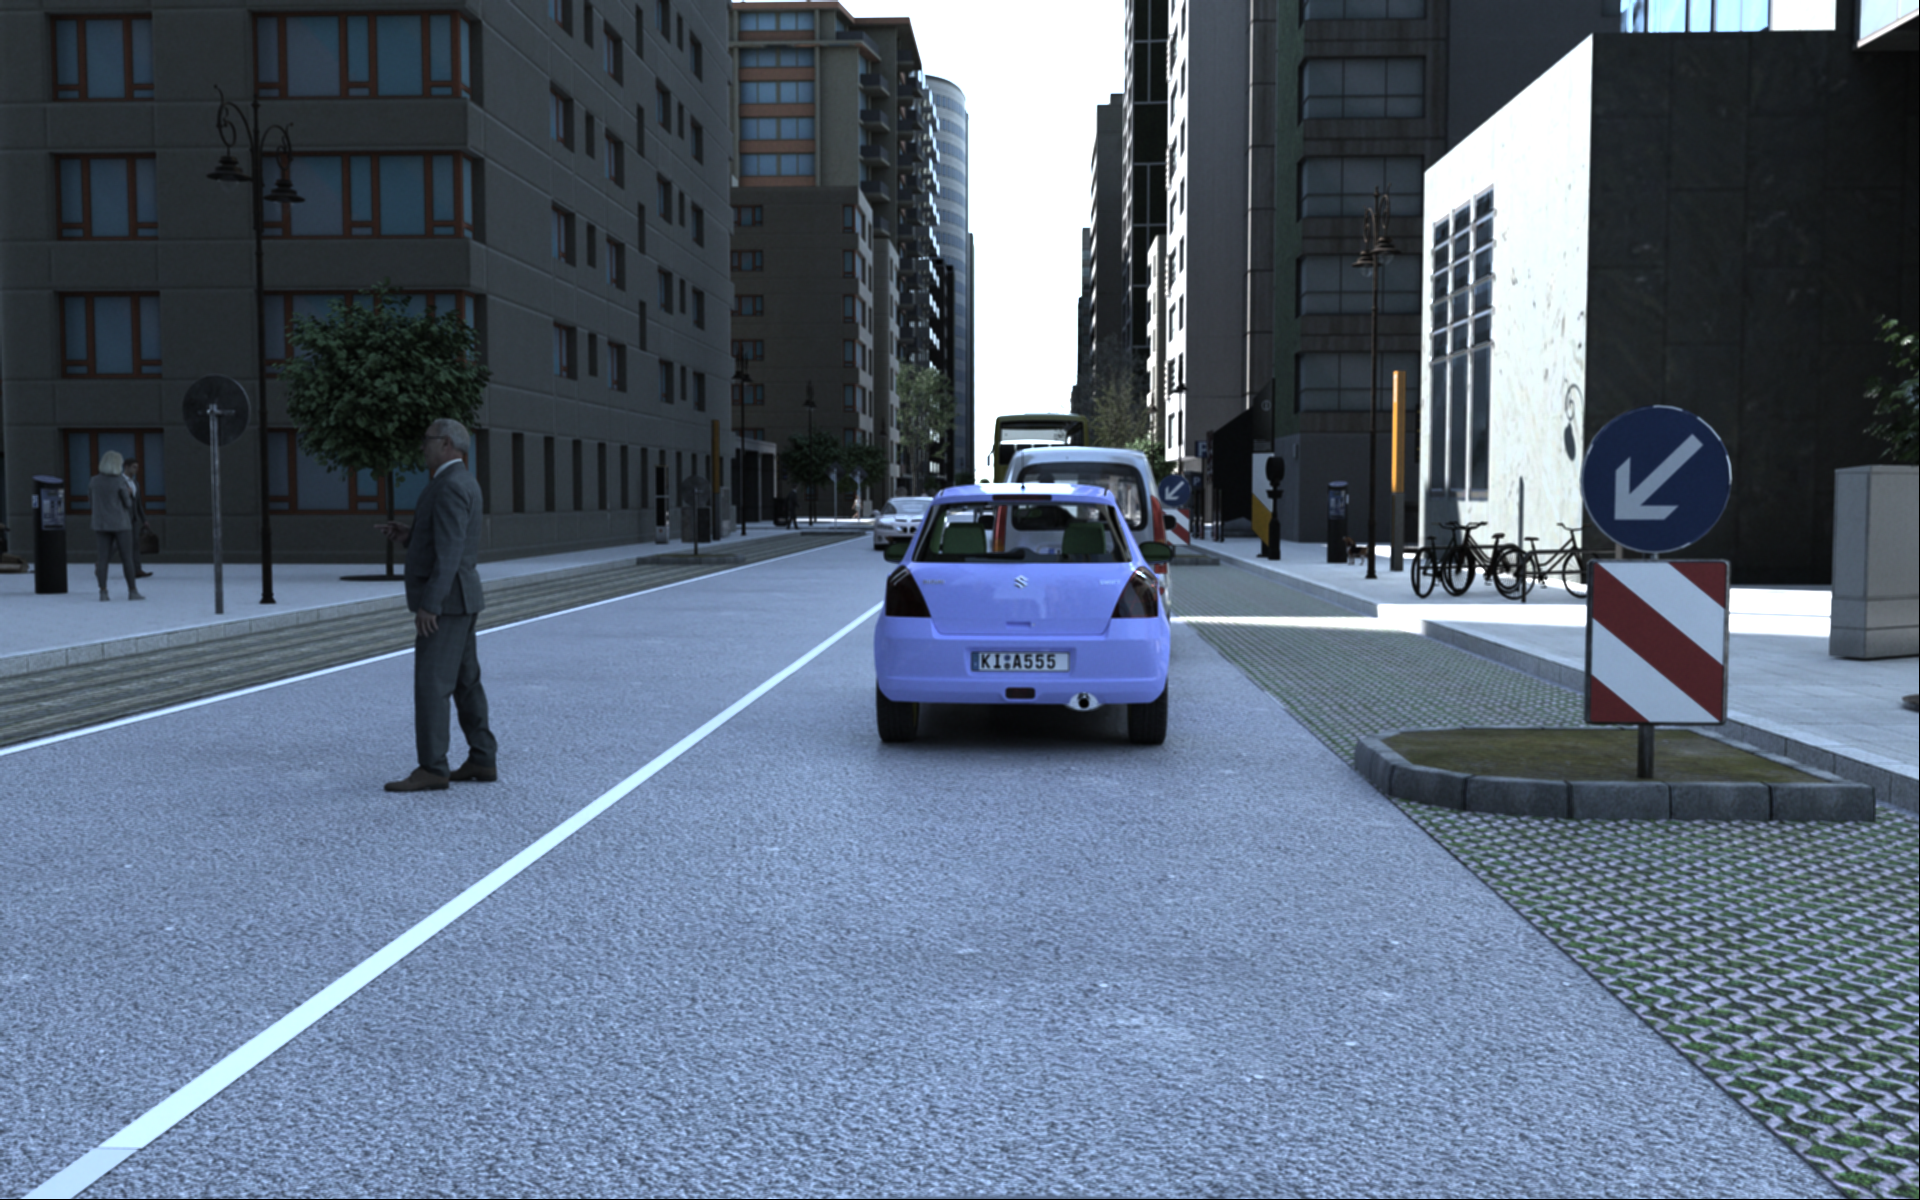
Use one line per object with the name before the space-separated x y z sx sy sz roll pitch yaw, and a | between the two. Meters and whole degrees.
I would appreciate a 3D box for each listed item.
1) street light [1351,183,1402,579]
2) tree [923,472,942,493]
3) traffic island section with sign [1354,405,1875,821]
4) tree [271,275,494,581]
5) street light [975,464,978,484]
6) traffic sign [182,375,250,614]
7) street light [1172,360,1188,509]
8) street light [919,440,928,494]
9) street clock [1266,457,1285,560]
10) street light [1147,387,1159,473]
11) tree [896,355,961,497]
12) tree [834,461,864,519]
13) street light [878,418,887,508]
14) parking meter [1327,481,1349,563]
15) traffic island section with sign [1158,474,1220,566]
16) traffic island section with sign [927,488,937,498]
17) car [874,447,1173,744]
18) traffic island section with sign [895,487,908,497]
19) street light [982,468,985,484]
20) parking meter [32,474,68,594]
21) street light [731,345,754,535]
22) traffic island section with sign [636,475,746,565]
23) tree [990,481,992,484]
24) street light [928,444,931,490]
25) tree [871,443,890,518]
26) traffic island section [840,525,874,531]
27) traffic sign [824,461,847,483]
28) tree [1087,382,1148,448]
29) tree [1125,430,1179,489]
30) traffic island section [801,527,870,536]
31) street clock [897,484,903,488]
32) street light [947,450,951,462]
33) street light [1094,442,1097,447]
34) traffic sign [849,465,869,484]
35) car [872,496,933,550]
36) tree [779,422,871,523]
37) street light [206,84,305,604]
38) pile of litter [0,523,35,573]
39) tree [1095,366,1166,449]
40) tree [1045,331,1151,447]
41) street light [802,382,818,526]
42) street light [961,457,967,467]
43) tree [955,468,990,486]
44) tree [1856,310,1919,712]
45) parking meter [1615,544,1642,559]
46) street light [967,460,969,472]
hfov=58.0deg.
street light | 6.251 -3.264 26.151 0.468 5.910 1.993 0 4 3
tree | -2.366 -9.509 150.066 1.663 3.219 1.824 0 3 0
traffic island section with sign | 3.031 0.007 8.512 1.989 1.847 2.006 0 4 3
tree | -8.662 -2.588 26.024 4.285 4.588 4.351 0 3 0
street light | 2.491 -17.702 262.210 0.468 5.910 1.993 0 4 3
traffic sign | -7.939 -1.124 18.488 0.768 2.556 0.104 0 4 7
street light | 7.585 -5.317 59.720 0.468 5.910 1.993 0 4 3
street light | -3.056 -10.048 137.066 0.468 5.910 1.993 0 4 3
street clock | 6.123 -1.781 33.692 0.358 2.002 0.471 -1 4 -9
street light | 8.313 -6.241 74.833 0.468 5.910 1.993 0 4 3
tree | -3.528 -12.533 130.674 9.928 11.665 9.643 0 3 0
tree | -6.016 -5.767 88.898 1.663 3.219 1.824 0 3 0
street light | -4.579 -7.995 103.506 0.468 5.910 1.993 0 4 3
parking meter | 7.046 -1.461 32.299 0.372 1.533 0.369 0 3 0
traffic island section with sign | 4.216 -1.640 35.441 1.989 1.847 2.006 0 4 3
traffic island section with sign | -1.855 -6.721 118.519 1.989 1.847 2.006 0 4 3
car | 0.431 -0.103 11.269 1.945 1.707 3.694 0 4 3
traffic island section with sign | -3.051 -5.065 91.434 1.989 1.847 2.006 0 4 3
street light | 4.041 -19.810 296.672 0.468 5.910 1.993 0 4 3
parking meter | -11.759 -0.854 22.372 0.372 1.533 0.369 0 3 0
street light | -6.732 -4.949 53.711 0.468 5.910 1.993 0 4 3
traffic island section with sign | -5.501 -1.662 35.797 1.989 1.847 2.006 0 4 3
tree | 4.261 -19.571 303.698 4.285 4.588 4.351 0 3 0
street light | -2.654 -10.557 145.395 0.468 5.910 1.993 0 4 3
tree | -5.469 -6.808 95.023 4.285 4.588 4.351 0 3 0
traffic island section | -4.046 -2.840 68.707 2.009 0.180 2.903 0 4 3
traffic sign | -4.374 -3.576 60.661 0.795 2.593 0.064 0 4 3
tree | 10.379 -9.988 113.659 4.737 8.622 4.395 0 3 0
tree | 9.803 -6.476 89.602 4.285 4.588 4.351 0 3 0
traffic island section | -4.398 -2.352 60.729 2.009 0.180 2.903 0 4 3
street clock | -4.257 -7.237 122.887 0.358 2.002 0.471 -2 4 -31
street light | -1.139 -12.618 179.090 0.468 5.910 1.993 0 4 3
street light | 11.791 -10.954 151.885 0.468 5.910 1.993 0 4 3
traffic sign | -4.022 -4.064 68.638 0.795 2.593 0.064 0 4 3
car | -1.274 -2.053 45.933 2.083 1.381 4.827 0 4 1
tree | -6.565 -5.791 78.390 4.285 4.588 4.351 0 3 0
street light | -8.123 -2.896 20.145 0.468 5.910 1.993 0 4 3
pile of litter | -15.643 -0.859 28.005 1.719 0.858 1.176 -1 4 -12
tree | 9.415 -9.039 98.143 4.360 8.622 3.978 0 3 0
tree | 11.618 -13.539 131.733 12.009 13.543 11.850 0 3 0
street light | -6.041 -5.942 69.943 0.468 5.910 1.993 0 4 3
street light | 0.253 -14.671 212.657 0.468 5.910 1.993 0 4 3
tree | 0.546 -14.493 220.680 4.285 4.588 4.351 0 3 0
tree | 6.283 -0.950 10.128 1.663 3.219 1.824 0 3 0
parking meter | 7.493 -0.823 19.172 0.399 1.863 0.255 0 4 3
street light | 1.015 -15.637 228.450 0.468 5.910 1.993 0 4 3
